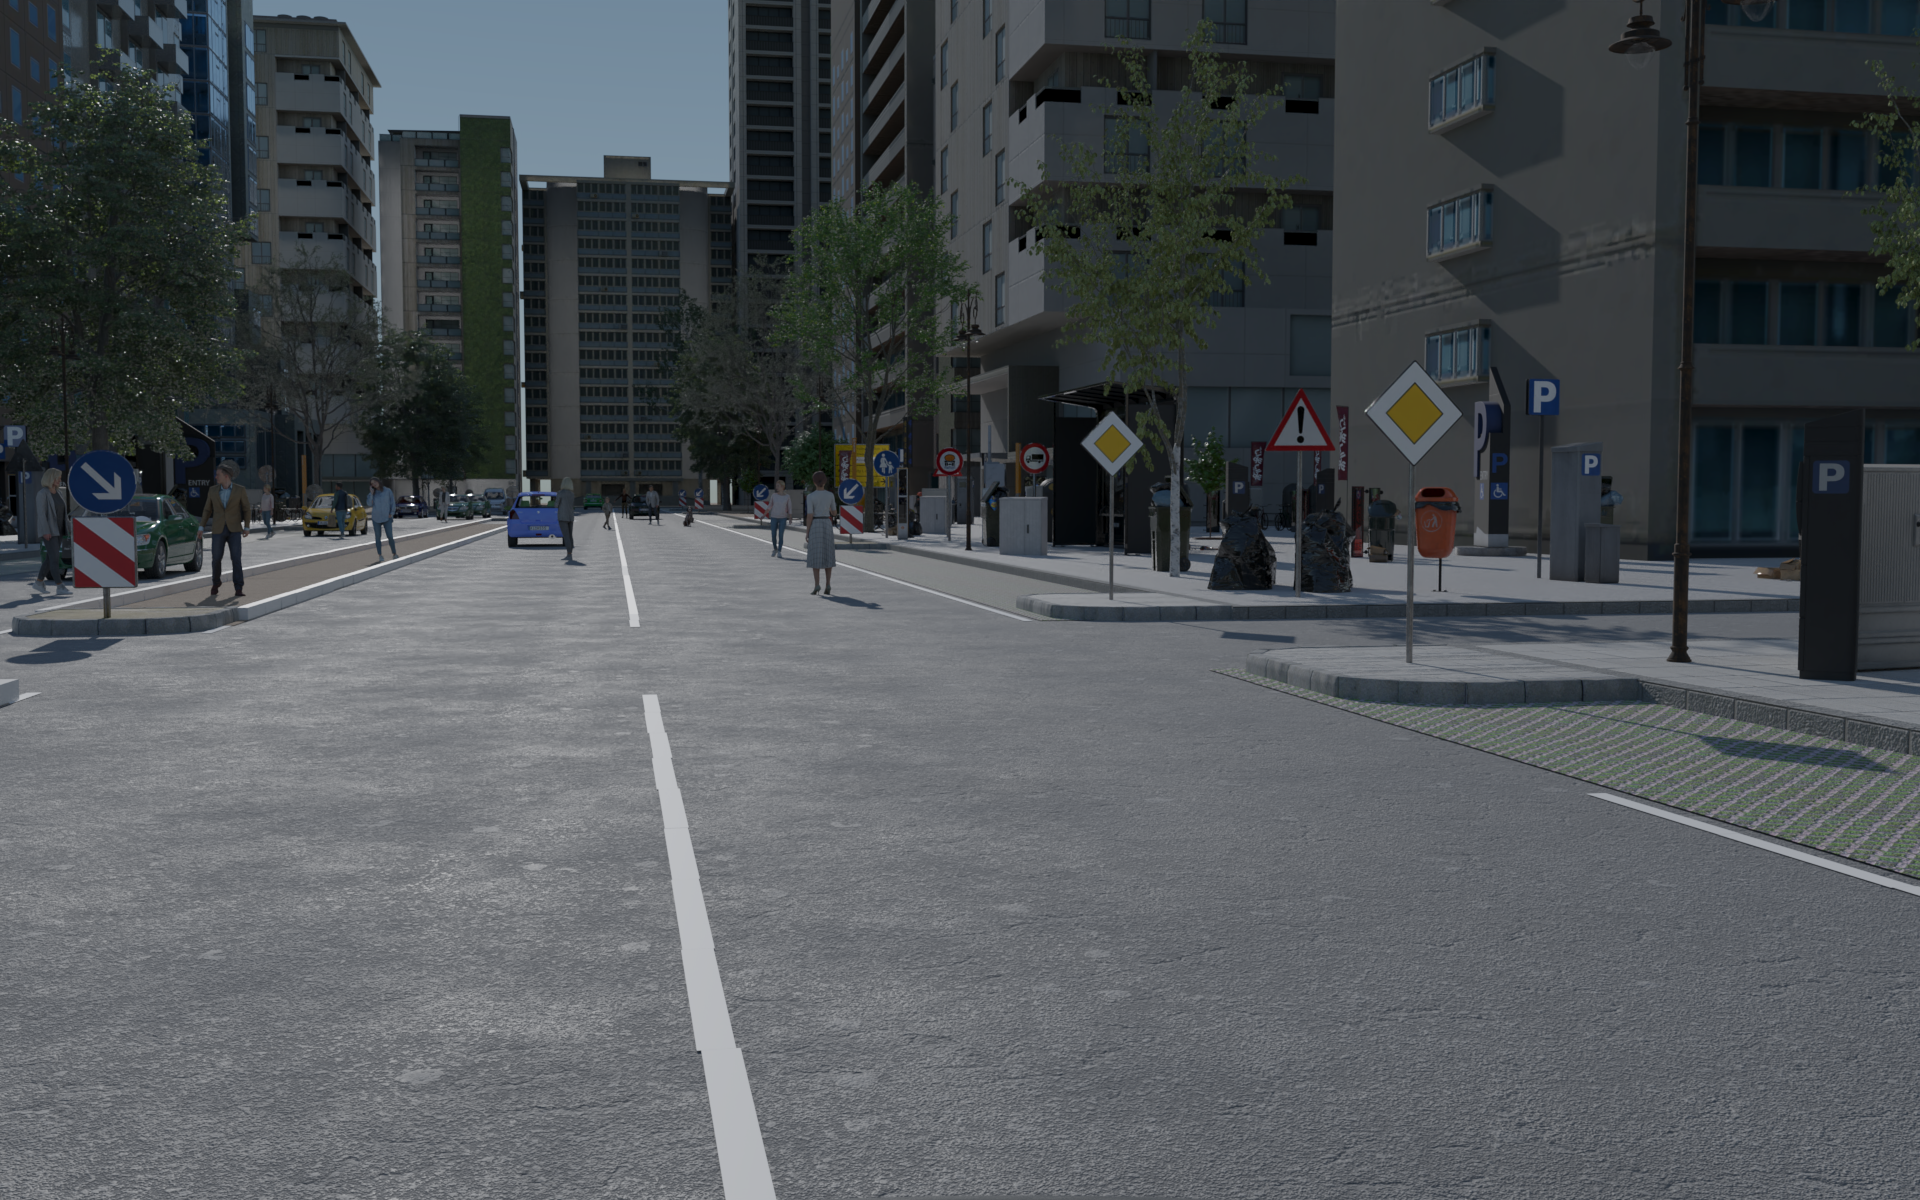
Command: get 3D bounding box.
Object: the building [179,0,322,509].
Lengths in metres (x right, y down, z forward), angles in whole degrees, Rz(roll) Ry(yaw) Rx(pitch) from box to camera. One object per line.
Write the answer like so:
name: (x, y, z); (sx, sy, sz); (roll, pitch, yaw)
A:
building: (-69.442, -50.405, 136.801); (31.000, 86.520, 22.319); (-1, 4, -11)

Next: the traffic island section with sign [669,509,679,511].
traffic island section with sign: (-23.920, -8.554, 148.491); (1.989, 1.847, 2.006); (-1, 4, -11)

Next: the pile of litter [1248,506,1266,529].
pile of litter: (10.675, -3.056, 63.924); (1.176, 0.858, 1.719); (-1, 4, -20)

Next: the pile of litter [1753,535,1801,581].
pile of litter: (12.574, -0.739, 26.041); (1.176, 0.858, 1.719); (2, 4, 33)

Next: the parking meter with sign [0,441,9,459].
parking meter with sign: (-33.643, -3.885, 59.787); (1.738, 3.016, 0.543); (2, 4, 34)

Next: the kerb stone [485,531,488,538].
kerb stone: (-15.526, -2.084, 56.269); (0.120, 0.150, 1.000); (-1, 4, -11)

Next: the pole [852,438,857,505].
pole: (-3.831, -4.221, 62.862); (0.158, 3.312, 0.155); (0, 3, 0)

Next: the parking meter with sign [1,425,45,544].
parking meter with sign: (-24.005, -2.971, 44.837); (0.543, 3.016, 1.738); (0, 4, -3)

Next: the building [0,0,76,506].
building: (-48.577, -25.998, 75.172); (14.600, 45.320, 14.200); (-1, 4, -11)

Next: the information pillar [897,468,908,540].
information pillar: (-1.618, -2.704, 48.706); (0.304, 2.012, 0.304); (0, 4, -5)

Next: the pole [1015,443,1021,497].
pole: (2.324, -4.606, 69.157); (0.158, 3.312, 0.155); (0, 3, 0)

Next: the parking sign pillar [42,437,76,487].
parking sign pillar: (-35.652, -4.907, 68.704); (1.447, 3.967, 1.447); (2, 4, 34)

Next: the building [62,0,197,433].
building: (-58.359, -29.399, 100.284); (23.786, 49.044, 30.456); (-1, 4, -11)

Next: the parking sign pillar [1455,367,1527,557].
parking sign pillar: (11.101, -2.914, 36.121); (1.447, 3.967, 1.447); (0, 4, 4)

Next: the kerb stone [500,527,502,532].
kerb stone: (-16.948, -2.516, 63.325); (0.120, 0.150, 1.000); (-1, 4, -11)

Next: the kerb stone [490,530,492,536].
kerb stone: (-15.930, -2.208, 58.293); (0.120, 0.150, 1.000); (-1, 4, -11)

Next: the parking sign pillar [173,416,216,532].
parking sign pillar: (-26.303, -4.347, 59.542); (1.447, 3.967, 1.447); (-1, 4, -13)

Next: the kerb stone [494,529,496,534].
kerb stone: (-16.336, -2.329, 60.309); (0.120, 0.150, 1.000); (-1, 4, -11)

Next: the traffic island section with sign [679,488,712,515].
traffic island section with sign: (-18.449, -6.900, 121.450); (1.989, 1.847, 2.006); (-1, 4, -11)

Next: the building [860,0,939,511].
building: (4.939, -30.606, 124.112); (21.300, 48.544, 21.600); (-1, 4, -11)

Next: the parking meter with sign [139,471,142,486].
parking meter with sign: (-27.750, -3.770, 57.901); (1.738, 3.016, 0.543); (-1, 4, -11)

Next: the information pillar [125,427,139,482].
information pillar: (-27.329, -4.023, 57.137); (0.504, 3.616, 0.183); (1, 4, 17)

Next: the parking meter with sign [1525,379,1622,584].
parking meter with sign: (9.067, -1.790, 25.520); (0.543, 3.016, 1.738); (-1, 4, -17)

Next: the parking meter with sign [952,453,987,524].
parking meter with sign: (0.231, -4.736, 73.699); (1.738, 3.016, 0.543); (1, 4, 14)

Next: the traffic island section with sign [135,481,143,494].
traffic island section with sign: (-20.105, -2.023, 41.698); (1.989, 1.847, 2.006); (-1, 4, -11)

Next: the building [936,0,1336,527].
building: (14.389, -30.133, 81.914); (28.713, 52.752, 27.495); (-1, 4, -11)

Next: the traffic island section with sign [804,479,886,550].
traffic island section with sign: (-3.057, -2.242, 45.280); (1.989, 1.847, 2.006); (-1, 4, -11)

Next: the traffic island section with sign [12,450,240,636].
traffic island section with sign: (-8.955, -0.633, 18.493); (2.006, 1.907, 1.989); (-1, 4, -11)

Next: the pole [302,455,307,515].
pole: (-34.264, -5.914, 90.529); (0.158, 3.312, 0.155); (0, 3, 0)

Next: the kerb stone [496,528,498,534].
kerb stone: (-16.548, -2.393, 61.320); (0.120, 0.150, 1.000); (-1, 4, -11)

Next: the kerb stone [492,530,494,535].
kerb stone: (-16.139, -2.269, 59.296); (0.120, 0.150, 1.000); (-1, 4, -11)

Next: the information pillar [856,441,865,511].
information pillar: (-4.239, -4.958, 72.416); (0.504, 3.616, 0.183); (-1, 4, -19)

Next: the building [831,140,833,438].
building: (-4.734, -28.840, 155.135); (14.154, 41.232, 14.086); (-1, 4, -11)

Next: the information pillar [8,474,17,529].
information pillar: (-35.218, -3.671, 64.509); (0.304, 2.012, 0.304); (-1, 4, -11)

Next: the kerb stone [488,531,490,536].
kerb stone: (-15.724, -2.146, 57.289); (0.120, 0.150, 1.000); (-1, 4, -11)

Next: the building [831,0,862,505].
building: (-2.663, -30.018, 140.906); (14.600, 45.320, 14.200); (-1, 4, -11)

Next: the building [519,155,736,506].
building: (-38.570, -31.177, 201.630); (23.993, 40.220, 32.217); (-1, 4, -11)

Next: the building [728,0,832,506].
building: (-15.738, -46.614, 200.397); (20.611, 71.187, 20.563); (-1, 4, -11)

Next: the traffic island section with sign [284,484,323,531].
traffic island section with sign: (-25.505, -3.656, 68.403); (1.989, 1.847, 2.006); (-1, 4, -11)

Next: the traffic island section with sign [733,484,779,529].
traffic island section with sign: (-8.396, -3.858, 71.704); (1.989, 1.847, 2.006); (-1, 4, -11)

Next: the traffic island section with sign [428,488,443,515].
traffic island section with sign: (-35.522, -6.689, 117.987); (1.989, 1.847, 2.006); (-1, 4, -11)

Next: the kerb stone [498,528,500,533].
kerb stone: (-16.742, -2.452, 62.324); (0.120, 0.150, 1.000); (-1, 4, -11)

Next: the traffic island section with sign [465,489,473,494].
traffic island section with sign: (-40.901, -8.313, 144.553); (1.989, 1.847, 2.006); (-1, 4, -11)

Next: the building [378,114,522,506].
building: (-55.509, -30.931, 189.311); (14.086, 41.232, 14.154); (-1, 4, -11)

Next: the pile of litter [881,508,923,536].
pile of litter: (-1.833, -2.432, 53.730); (1.176, 0.858, 1.719); (3, 5, 43)

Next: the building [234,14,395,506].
building: (-77.512, -36.849, 191.724); (27.495, 52.752, 28.713); (-1, 4, -11)

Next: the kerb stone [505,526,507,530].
kerb stone: (-17.551, -2.700, 66.338); (0.120, 0.150, 1.000); (-1, 4, -11)

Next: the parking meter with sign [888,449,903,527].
parking meter with sign: (-2.422, -4.336, 67.146); (0.543, 3.016, 1.738); (-1, 4, -21)

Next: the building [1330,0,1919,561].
building: (21.338, -25.715, 44.150); (21.600, 48.544, 21.300); (-1, 4, -11)

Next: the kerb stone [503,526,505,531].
kerb stone: (-17.353, -2.639, 65.335); (0.120, 0.150, 1.000); (-1, 4, -11)

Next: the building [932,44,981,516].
building: (5.201, -20.447, 106.011); (14.160, 30.474, 14.107); (-1, 4, -11)

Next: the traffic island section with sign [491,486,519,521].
traffic island section with sign: (-23.852, -5.138, 92.146); (2.006, 1.907, 1.989); (-1, 4, -11)
